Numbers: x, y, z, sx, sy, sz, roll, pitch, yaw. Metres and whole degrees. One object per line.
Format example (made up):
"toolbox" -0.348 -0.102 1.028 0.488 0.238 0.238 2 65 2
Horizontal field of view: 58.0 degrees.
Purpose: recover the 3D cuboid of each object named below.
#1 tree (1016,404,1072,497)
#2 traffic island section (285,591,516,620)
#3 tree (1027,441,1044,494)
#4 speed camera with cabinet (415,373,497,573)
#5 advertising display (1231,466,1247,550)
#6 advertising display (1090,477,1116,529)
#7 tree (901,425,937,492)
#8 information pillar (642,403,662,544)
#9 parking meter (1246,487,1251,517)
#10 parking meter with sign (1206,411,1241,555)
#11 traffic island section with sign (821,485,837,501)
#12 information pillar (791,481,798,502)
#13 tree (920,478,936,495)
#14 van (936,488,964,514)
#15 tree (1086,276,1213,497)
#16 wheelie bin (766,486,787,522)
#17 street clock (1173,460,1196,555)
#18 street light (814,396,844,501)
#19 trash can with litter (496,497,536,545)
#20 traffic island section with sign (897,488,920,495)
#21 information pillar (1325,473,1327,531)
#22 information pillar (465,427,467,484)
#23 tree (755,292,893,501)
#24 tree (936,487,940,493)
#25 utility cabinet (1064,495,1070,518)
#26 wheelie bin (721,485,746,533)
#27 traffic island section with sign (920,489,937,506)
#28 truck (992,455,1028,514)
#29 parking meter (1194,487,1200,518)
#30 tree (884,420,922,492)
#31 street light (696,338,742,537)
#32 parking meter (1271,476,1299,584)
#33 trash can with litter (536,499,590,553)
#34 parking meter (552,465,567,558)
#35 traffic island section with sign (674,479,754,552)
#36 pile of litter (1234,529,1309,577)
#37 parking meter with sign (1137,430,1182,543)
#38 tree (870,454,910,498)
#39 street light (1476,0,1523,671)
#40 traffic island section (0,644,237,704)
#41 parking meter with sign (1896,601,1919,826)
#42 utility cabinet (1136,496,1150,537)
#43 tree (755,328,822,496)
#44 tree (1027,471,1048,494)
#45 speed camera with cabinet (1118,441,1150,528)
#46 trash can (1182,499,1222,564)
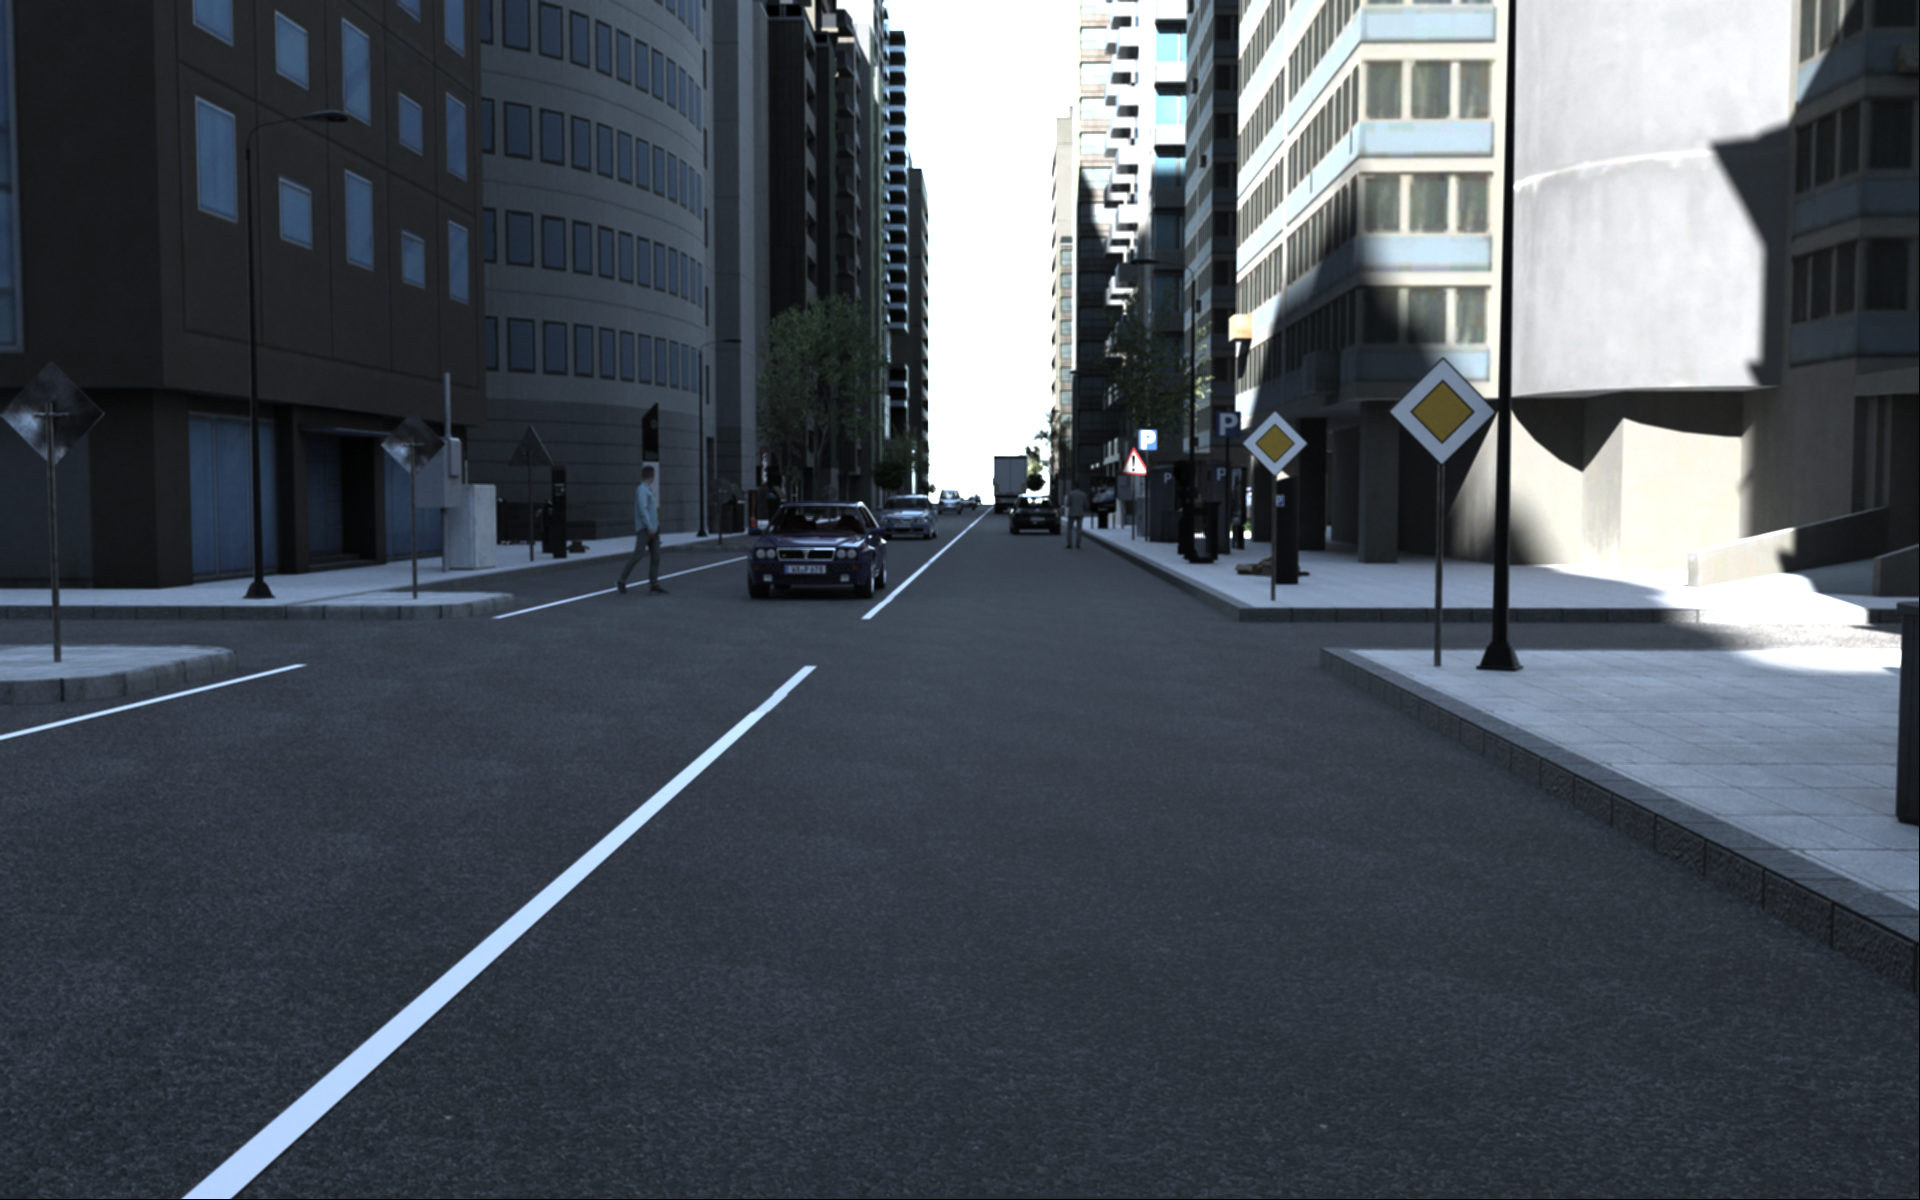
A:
"tree" 9.290 -15.050 180.487 7.601 10.594 8.767 -2 4 -27
"traffic island section" -6.689 0.066 21.196 2.009 0.180 2.903 0 4 2
"tree" 10.401 -18.256 248.840 4.737 8.622 4.395 0 3 0
"speed camera with cabinet" -8.463 -2.124 29.061 0.660 3.252 2.038 1 4 8
"advertising display" 6.481 -2.148 40.327 0.123 1.923 0.974 0 4 -6
"advertising display" 5.321 -3.616 64.331 0.974 1.923 0.123 1 4 22
"tree" -4.323 -14.353 185.027 4.360 8.622 3.978 0 3 0
"information pillar" -7.894 -3.237 44.275 0.183 3.616 0.504 3 5 40
"parking meter" 10.674 -3.400 64.002 0.372 1.533 0.369 0 3 0
"parking meter with sign" 5.608 -2.516 37.394 0.543 3.016 1.738 0 4 -2
"traffic island section with sign" -5.334 -3.817 71.038 1.989 1.847 2.006 0 4 2
"information pillar" -9.216 -5.631 96.554 0.304 2.012 0.304 0 4 5
"tree" -4.173 -12.904 205.583 1.663 3.219 1.824 0 3 0
"van" -0.735 -7.180 124.406 2.013 2.044 4.112 0 3 0
"tree" 6.519 -6.675 59.501 4.737 8.622 4.395 0 3 0
"wheelie bin" -7.467 -3.814 70.263 0.693 1.594 0.980 1 4 20
"street clock" 4.765 -1.971 36.798 0.358 2.002 0.471 -2 4 -35
"street light" -6.377 -6.726 82.513 1.470 5.913 1.316 0 4 2
"trash can with litter" -11.435 -2.007 43.877 2.233 1.210 1.678 1 4 20
"traffic island section with sign" -3.997 -6.818 120.096 1.989 1.847 2.006 0 4 2
"information pillar" 12.559 -3.406 60.180 0.304 2.012 0.304 0 4 1
"information pillar" -12.193 -3.109 42.185 0.183 3.616 0.504 1 4 21
"tree" -7.292 -9.988 89.061 9.928 11.665 9.643 0 3 0
"tree" -3.639 -14.976 239.462 1.663 3.219 1.824 0 3 0
"utility cabinet" 5.966 -5.042 93.603 0.306 1.237 1.020 2 4 27
"wheelie bin" -7.507 -3.005 57.039 0.693 1.594 0.980 1 4 21
"traffic island section with sign" -3.252 -8.505 147.691 1.989 1.847 2.006 0 4 2
"truck" 3.789 -8.677 130.778 2.839 4.237 11.283 0 4 2
"parking meter" 8.778 -3.448 64.792 0.372 1.533 0.369 0 3 0
"tree" -5.791 -13.541 171.749 4.737 8.622 4.395 0 3 0
"street light" -7.212 -4.850 51.837 1.470 5.913 1.316 0 4 2
"parking meter" 4.644 -0.997 24.715 0.372 1.533 0.369 0 3 0
"trash can with litter" -8.672 -1.617 37.817 1.055 1.170 0.624 -2 4 -29
"parking meter" -8.017 -1.770 34.644 0.255 1.863 0.399 -1 4 -15
"traffic island section with sign" -6.074 -2.147 43.738 1.989 1.847 2.006 0 4 2
"pile of litter" 4.956 -0.830 27.531 1.176 0.858 1.719 1 4 10
"parking meter with sign" 5.373 -3.058 46.255 0.543 3.016 1.738 -1 4 -21
"tree" -5.734 -9.668 141.780 4.285 4.588 4.351 0 3 0
"street light" 3.424 -2.448 12.562 1.470 5.913 1.316 0 4 2
"traffic island section" -6.907 0.555 13.214 2.009 0.180 2.903 0 4 2
"parking meter with sign" 4.522 -0.647 6.844 1.738 3.016 0.543 -1 4 -23
"utility cabinet" 5.568 -2.529 52.503 0.306 1.237 1.020 0 4 -4
"tree" -7.889 -7.681 75.950 4.360 8.622 3.978 0 3 0
"tree" 10.232 -15.326 234.298 4.285 4.588 4.351 0 3 0
"speed camera with cabinet" 6.789 -4.263 64.040 2.038 3.252 0.660 3 5 44
"trash can" 4.489 -1.255 32.177 0.748 1.137 0.748 0 3 0
